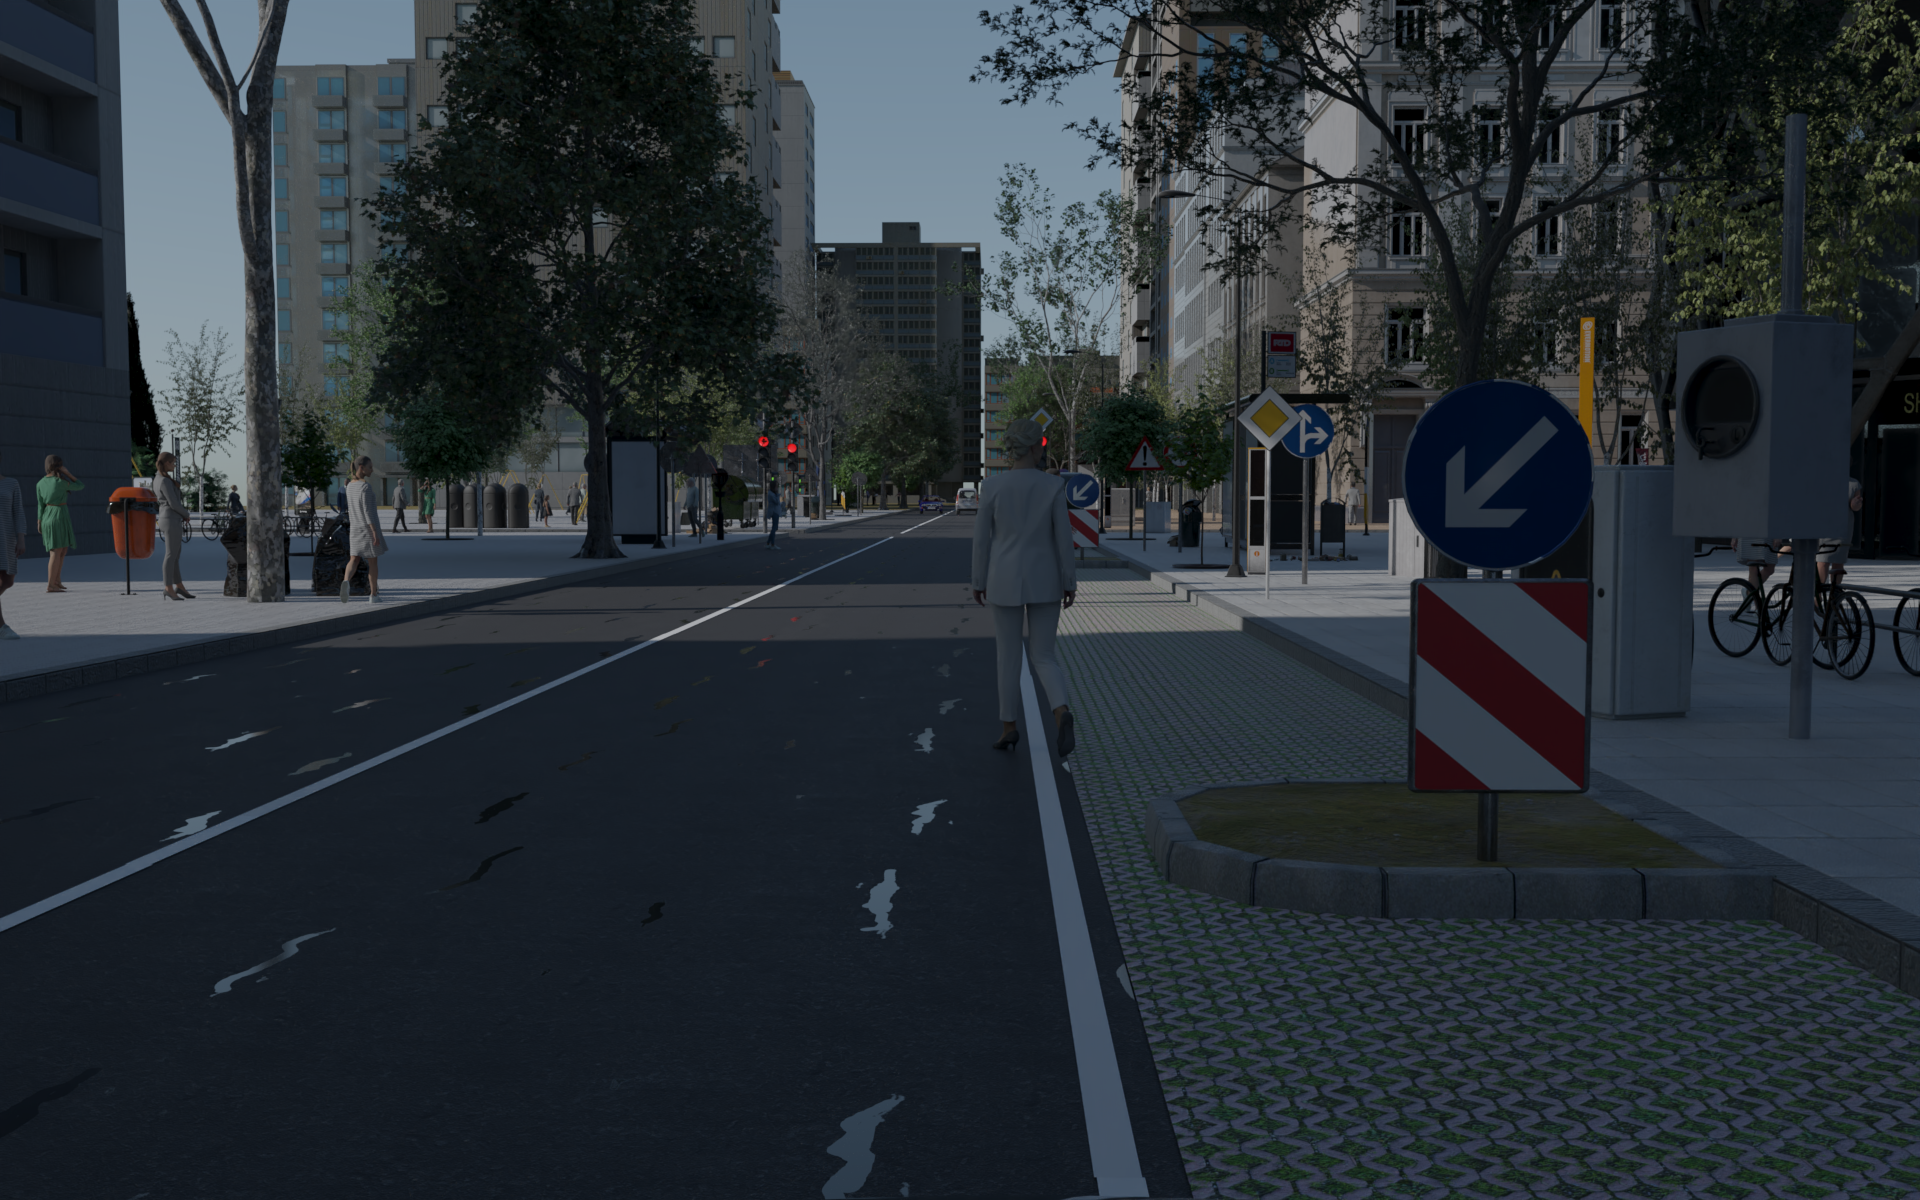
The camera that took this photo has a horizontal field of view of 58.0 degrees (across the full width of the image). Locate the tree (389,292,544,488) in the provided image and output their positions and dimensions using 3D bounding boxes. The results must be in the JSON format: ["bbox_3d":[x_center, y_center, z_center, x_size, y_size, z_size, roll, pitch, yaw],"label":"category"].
[{"bbox_3d":[-27.136,-11.537,95.290,9.857,13.997,8.962,0,3,0],"label":"tree"}]

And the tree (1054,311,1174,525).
[{"bbox_3d":[5.866,-7.355,70.616,4.360,8.622,3.978,0,3,0],"label":"tree"}]

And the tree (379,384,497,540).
[{"bbox_3d":[-14.444,-3.958,48.427,4.285,4.588,4.351,0,3,0],"label":"tree"}]

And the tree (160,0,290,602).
[{"bbox_3d":[-9.713,-10.060,20.367,12.611,20.169,13.585,0,3,0],"label":"tree"}]

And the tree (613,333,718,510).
[{"bbox_3d":[-12.400,-7.301,69.731,4.737,8.622,4.395,0,3,0],"label":"tree"}]

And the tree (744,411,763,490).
[{"bbox_3d":[-15.282,-10.595,123.591,4.737,8.622,4.395,0,3,0],"label":"tree"}]

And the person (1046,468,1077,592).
[{"bbox_3d":[1.241,-0.957,24.426,0.850,1.792,0.678,0,4,8],"label":"person"}]

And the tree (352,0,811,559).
[{"bbox_3d":[-7.365,-7.182,34.439,9.611,12.733,9.660,0,3,0],"label":"tree"}]

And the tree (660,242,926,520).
[{"bbox_3d":[-6.931,-10.692,85.188,12.009,13.543,11.850,0,3,0],"label":"tree"}]

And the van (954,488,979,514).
[{"bbox_3d":[0.560,-7.145,123.832,2.013,2.044,4.112,0,4,1],"label":"van"}]

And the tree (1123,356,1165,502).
[{"bbox_3d":[10.144,-8.603,91.029,4.737,8.622,4.395,0,3,0],"label":"tree"}]

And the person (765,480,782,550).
[{"bbox_3d":[-4.832,-2.202,44.767,0.793,1.790,0.793,-3,4,-38],"label":"person"}]

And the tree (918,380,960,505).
[{"bbox_3d":[-4.402,-17.673,195.608,9.857,13.997,8.962,0,3,0],"label":"tree"}]

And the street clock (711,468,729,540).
[{"bbox_3d":[-6.674,-2.669,48.208,0.471,2.002,0.358,0,4,-3],"label":"street clock"}]

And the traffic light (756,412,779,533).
[{"bbox_3d":[-6.336,-4.129,56.428,0.839,4.253,0.868,0,4,1],"label":"traffic light"}]

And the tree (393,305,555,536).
[{"bbox_3d":[-14.927,-6.261,52.731,4.360,8.622,3.978,0,3,0],"label":"tree"}]

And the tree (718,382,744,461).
[{"bbox_3d":[-16.451,-9.597,107.277,4.737,8.622,4.395,0,3,0],"label":"tree"}]

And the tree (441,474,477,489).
[{"bbox_3d":[-32.670,-10.192,116.998,4.737,8.622,4.395,0,3,0],"label":"tree"}]

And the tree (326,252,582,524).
[{"bbox_3d":[-23.225,-9.095,74.459,9.928,11.665,9.643,0,3,0],"label":"tree"}]

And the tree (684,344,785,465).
[{"bbox_3d":[-14.987,-12.098,115.926,7.486,12.596,7.792,0,3,0],"label":"tree"}]

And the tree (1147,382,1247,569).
[{"bbox_3d":[4.071,-2.166,30.019,1.663,3.219,1.824,0,3,0],"label":"tree"}]

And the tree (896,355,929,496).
[{"bbox_3d":[-2.571,-21.637,209.654,12.611,20.169,13.585,0,3,0],"label":"tree"}]

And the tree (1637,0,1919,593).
[{"bbox_3d":[11.039,-4.408,22.436,4.737,8.622,4.395,0,3,0],"label":"tree"}]

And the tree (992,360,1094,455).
[{"bbox_3d":[6.149,-12.611,131.938,9.928,11.665,9.643,0,3,0],"label":"tree"}]

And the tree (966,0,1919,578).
[{"bbox_3d":[4.209,-4.898,14.492,8.767,10.594,7.601,0,4,1],"label":"tree"}]

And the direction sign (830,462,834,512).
[{"bbox_3d":[-9.074,-7.985,122.551,0.379,3.537,0.876,0,4,-5],"label":"direction sign"}]

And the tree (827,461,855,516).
[{"bbox_3d":[-6.807,-6.555,101.775,1.663,3.219,1.824,0,3,0],"label":"tree"}]

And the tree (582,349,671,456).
[{"bbox_3d":[-23.368,-11.781,118.381,9.928,11.665,9.643,0,3,0],"label":"tree"}]

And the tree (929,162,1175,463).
[{"bbox_3d":[5.230,-14.944,100.221,12.611,20.169,13.585,0,3,0],"label":"tree"}]

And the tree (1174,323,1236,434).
[{"bbox_3d":[11.636,-7.353,70.577,4.360,8.622,3.978,0,3,0],"label":"tree"}]

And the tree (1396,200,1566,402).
[{"bbox_3d":[12.825,-5.688,43.354,4.737,8.622,4.395,0,3,0],"label":"tree"}]

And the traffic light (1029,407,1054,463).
[{"bbox_3d":[2.624,-4.120,56.280,0.839,4.253,0.868,0,4,1],"label":"traffic light"}]

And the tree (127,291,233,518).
[{"bbox_3d":[-56.906,-13.075,115.593,13.155,14.587,18.604,0,4,-6],"label":"tree"}]

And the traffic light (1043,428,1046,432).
[{"bbox_3d":[2.770,-4.608,64.264,0.839,4.253,0.868,0,4,1],"label":"traffic light"}]

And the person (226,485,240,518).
[{"bbox_3d":[-26.369,-3.295,62.800,0.534,1.772,0.576,-1,4,-13],"label":"person"}]

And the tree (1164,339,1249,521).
[{"bbox_3d":[12.092,-8.081,82.487,4.737,8.622,4.395,0,3,0],"label":"tree"}]

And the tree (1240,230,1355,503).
[{"bbox_3d":[10.640,-6.011,48.636,4.360,8.622,3.978,0,3,0],"label":"tree"}]

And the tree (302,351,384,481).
[{"bbox_3d":[-30.742,-8.360,87.043,4.737,8.622,4.395,0,3,0],"label":"tree"}]

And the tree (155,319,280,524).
[{"bbox_3d":[-32.265,-7.550,73.798,4.360,8.622,3.978,0,3,0],"label":"tree"}]

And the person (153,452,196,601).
[{"bbox_3d":[-9.453,-0.895,20.949,0.520,1.790,0.573,3,4,38],"label":"person"}]

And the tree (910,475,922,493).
[{"bbox_3d":[-5.514,-12.097,181.496,4.285,4.588,4.351,0,3,0],"label":"tree"}]

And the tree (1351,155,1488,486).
[{"bbox_3d":[11.607,-5.356,37.926,4.360,8.622,3.978,0,3,0],"label":"tree"}]

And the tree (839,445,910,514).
[{"bbox_3d":[-6.499,-8.001,114.531,4.285,4.588,4.351,0,3,0],"label":"tree"}]

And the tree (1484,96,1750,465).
[{"bbox_3d":[12.210,-5.008,32.248,4.360,8.622,3.978,0,3,0],"label":"tree"}]

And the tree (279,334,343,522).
[{"bbox_3d":[-31.283,-7.975,80.754,4.360,8.622,3.978,0,3,0],"label":"tree"}]

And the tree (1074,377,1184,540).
[{"bbox_3d":[4.727,-3.969,48.604,4.285,4.588,4.351,0,3,0],"label":"tree"}]

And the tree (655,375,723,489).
[{"bbox_3d":[-15.590,-9.011,97.695,4.360,8.622,3.978,0,3,0],"label":"tree"}]

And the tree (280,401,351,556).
[{"bbox_3d":[-13.590,-2.546,36.225,1.663,3.219,1.824,0,3,0],"label":"tree"}]

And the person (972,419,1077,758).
[{"bbox_3d":[0.373,-0.065,9.435,0.514,1.842,0.818,-1,4,-19],"label":"person"}]

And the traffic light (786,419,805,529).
[{"bbox_3d":[-6.190,-4.617,64.411,0.839,4.253,0.868,0,4,1],"label":"traffic light"}]

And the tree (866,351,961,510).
[{"bbox_3d":[-5.944,-13.416,136.354,9.611,12.733,9.660,0,3,0],"label":"tree"}]

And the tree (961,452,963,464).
[{"bbox_3d":[-4.964,-14.484,153.818,9.611,12.733,9.660,0,3,0],"label":"tree"}]

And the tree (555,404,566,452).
[{"bbox_3d":[-33.157,-11.206,133.582,4.360,8.622,3.978,0,3,0],"label":"tree"}]
